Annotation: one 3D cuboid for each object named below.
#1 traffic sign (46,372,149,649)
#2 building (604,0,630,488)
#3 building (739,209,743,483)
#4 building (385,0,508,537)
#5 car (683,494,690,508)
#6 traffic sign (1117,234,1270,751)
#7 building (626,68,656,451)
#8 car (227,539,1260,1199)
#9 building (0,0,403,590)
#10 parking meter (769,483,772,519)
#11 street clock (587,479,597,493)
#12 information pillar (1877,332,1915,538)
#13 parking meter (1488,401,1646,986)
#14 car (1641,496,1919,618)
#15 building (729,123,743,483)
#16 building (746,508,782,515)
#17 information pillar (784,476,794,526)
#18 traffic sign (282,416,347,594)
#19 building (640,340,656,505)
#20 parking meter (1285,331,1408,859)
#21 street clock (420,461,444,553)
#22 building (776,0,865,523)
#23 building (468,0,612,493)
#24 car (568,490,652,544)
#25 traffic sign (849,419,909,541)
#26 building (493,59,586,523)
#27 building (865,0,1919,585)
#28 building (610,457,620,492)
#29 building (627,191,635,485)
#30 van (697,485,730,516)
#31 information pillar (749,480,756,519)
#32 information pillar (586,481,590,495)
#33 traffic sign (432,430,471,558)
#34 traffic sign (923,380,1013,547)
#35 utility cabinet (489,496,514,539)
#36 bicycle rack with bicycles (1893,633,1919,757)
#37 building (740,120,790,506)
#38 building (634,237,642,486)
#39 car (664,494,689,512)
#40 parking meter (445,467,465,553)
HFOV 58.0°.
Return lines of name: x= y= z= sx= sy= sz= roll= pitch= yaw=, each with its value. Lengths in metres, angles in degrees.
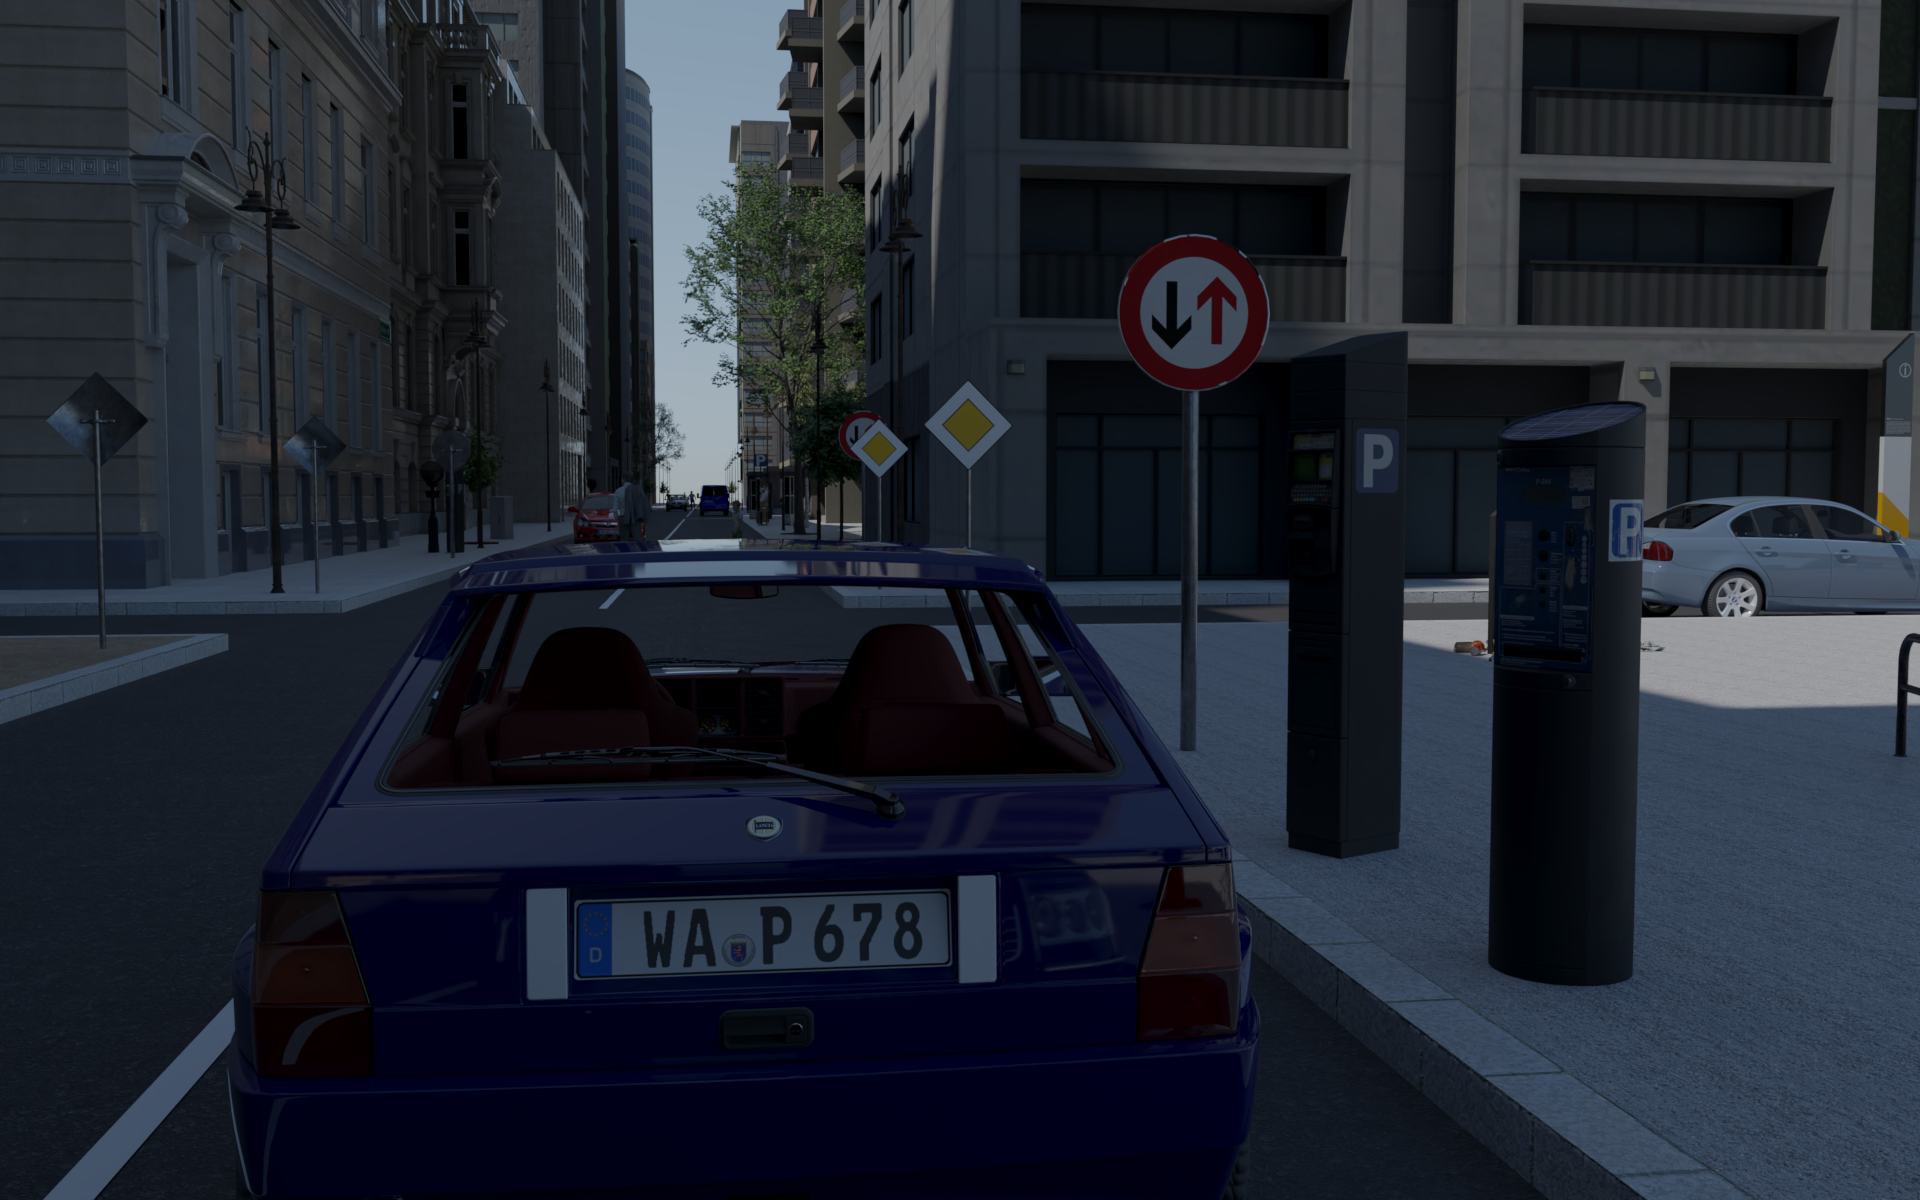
traffic sign: x=-7.103 y=-0.652 z=14.298 sx=0.795 sy=2.450 sz=0.064 roll=-1 pitch=4 yaw=-8
building: x=-33.456 y=-29.721 z=136.046 sx=14.600 sy=45.320 sz=14.200 roll=-1 pitch=4 yaw=-8
building: x=-16.116 y=-34.285 z=215.177 sx=22.147 sy=44.769 sz=28.867 roll=-1 pitch=4 yaw=-8
building: x=-22.961 y=-14.635 z=58.364 sx=14.460 sy=24.649 sz=34.723 roll=-1 pitch=4 yaw=-8
car: x=-29.980 y=-10.641 z=185.785 sx=2.131 sy=1.459 sz=4.920 roll=0 pitch=4 yaw=-7
traffic sign: x=1.143 y=-0.519 z=8.599 sx=0.768 sy=2.556 sz=0.104 roll=0 pitch=4 yaw=-8
building: x=-52.567 y=-42.388 z=235.040 sx=21.231 sy=58.520 sz=28.212 roll=-1 pitch=4 yaw=-8
car: x=-0.546 y=0.498 z=4.442 sx=1.945 sy=1.354 sz=3.894 roll=0 pitch=4 yaw=-8
building: x=-18.540 y=-15.004 z=31.225 sx=13.634 sy=28.700 sz=20.117 roll=-1 pitch=4 yaw=-8
parking meter: x=-9.855 y=-5.088 z=88.899 sx=0.399 sy=1.863 sz=0.255 roll=0 pitch=4 yaw=0
street clock: x=-17.408 y=-4.730 z=81.904 sx=0.471 sy=2.002 sz=0.358 roll=3 pitch=4 yaw=37
information pillar: x=13.561 y=-2.063 z=25.091 sx=0.504 sy=3.616 sz=0.183 roll=-1 pitch=4 yaw=-14
parking meter: x=1.625 y=0.230 z=4.648 sx=0.372 sy=1.533 sz=0.369 roll=0 pitch=3 yaw=0
car: x=9.370 y=-0.454 z=19.429 sx=4.499 sy=1.417 sz=2.014 roll=-1 pitch=4 yaw=-9
building: x=-17.685 y=-40.013 z=243.451 sx=28.713 sy=52.752 sz=27.495 roll=-1 pitch=4 yaw=-8
building: x=-0.776 y=-27.267 z=137.697 sx=32.217 sy=40.220 sz=23.993 roll=-1 pitch=4 yaw=-8
information pillar: x=-6.981 y=-4.049 z=70.692 sx=0.304 sy=2.012 sz=0.304 roll=2 pitch=4 yaw=25
traffic sign: x=-8.255 y=-1.135 z=22.200 sx=0.795 sy=2.450 sz=0.064 roll=-1 pitch=4 yaw=-8
building: x=-50.836 y=-22.136 z=206.962 sx=27.650 sy=21.520 sz=28.899 roll=-1 pitch=4 yaw=-8
parking meter: x=1.381 y=-0.031 z=6.213 sx=0.399 sy=1.863 sz=0.255 roll=-3 pitch=4 yaw=-36
street clock: x=-11.527 y=-2.036 z=37.867 sx=0.471 sy=2.002 sz=0.358 roll=0 pitch=4 yaw=3
building: x=2.470 y=-26.247 z=83.769 sx=22.147 sy=44.769 sz=28.867 roll=-1 pitch=4 yaw=-8
building: x=-28.281 y=-25.581 z=101.849 sx=14.154 sy=41.232 sz=14.086 roll=-1 pitch=4 yaw=-8
car: x=-9.180 y=-2.230 z=45.504 sx=2.155 sy=1.783 sz=4.494 roll=-1 pitch=4 yaw=-10
traffic sign: x=-1.084 y=-1.197 z=23.221 sx=0.795 sy=2.450 sz=0.064 roll=-1 pitch=4 yaw=-8
building: x=-24.203 y=-14.042 z=84.331 sx=10.420 sy=20.320 sz=16.860 roll=-1 pitch=4 yaw=-8
building: x=9.138 y=-36.409 z=33.543 sx=20.611 sy=71.187 sz=20.563 roll=-1 pitch=4 yaw=-8
building: x=-34.181 y=-41.550 z=117.595 sx=20.563 sy=71.187 sz=20.611 roll=-1 pitch=4 yaw=-8
building: x=-36.151 y=-23.187 z=150.801 sx=14.160 sy=30.474 sz=14.107 roll=-1 pitch=4 yaw=-8
van: x=-16.565 y=-6.861 z=116.557 sx=2.240 sy=2.365 sz=5.245 roll=-1 pitch=4 yaw=-9
information pillar: x=-10.635 y=-5.165 z=88.941 sx=0.304 sy=2.012 sz=0.304 roll=-2 pitch=4 yaw=-24
information pillar: x=-20.508 y=-5.531 z=94.928 sx=0.304 sy=2.012 sz=0.304 roll=2 pitch=4 yaw=31
traffic sign: x=-10.177 y=-2.114 z=34.677 sx=0.768 sy=2.556 sz=0.104 roll=0 pitch=4 yaw=-3
traffic sign: x=0.068 y=-0.714 z=15.320 sx=0.795 sy=2.450 sz=0.064 roll=-1 pitch=4 yaw=-8
utility cabinet: x=-13.076 y=-2.337 z=49.376 sx=0.306 sy=1.237 sz=1.020 roll=-3 pitch=4 yaw=-38
bicycle rack with bicycles: x=5.474 y=0.356 z=7.562 sx=2.852 sy=0.926 sz=2.925 roll=1 pitch=4 yaw=11
building: x=-17.369 y=-31.183 z=193.441 sx=14.154 sy=41.232 sz=14.086 roll=-1 pitch=4 yaw=-8
building: x=-41.749 y=-25.359 z=186.320 sx=14.160 sy=30.474 sz=14.107 roll=-1 pitch=4 yaw=-8
car: x=-23.346 y=-8.129 z=142.700 sx=2.009 sy=1.686 sz=4.222 roll=-1 pitch=4 yaw=-9
parking meter: x=-11.035 y=-1.964 z=37.830 sx=0.255 sy=1.863 sz=0.399 roll=1 pitch=4 yaw=12
